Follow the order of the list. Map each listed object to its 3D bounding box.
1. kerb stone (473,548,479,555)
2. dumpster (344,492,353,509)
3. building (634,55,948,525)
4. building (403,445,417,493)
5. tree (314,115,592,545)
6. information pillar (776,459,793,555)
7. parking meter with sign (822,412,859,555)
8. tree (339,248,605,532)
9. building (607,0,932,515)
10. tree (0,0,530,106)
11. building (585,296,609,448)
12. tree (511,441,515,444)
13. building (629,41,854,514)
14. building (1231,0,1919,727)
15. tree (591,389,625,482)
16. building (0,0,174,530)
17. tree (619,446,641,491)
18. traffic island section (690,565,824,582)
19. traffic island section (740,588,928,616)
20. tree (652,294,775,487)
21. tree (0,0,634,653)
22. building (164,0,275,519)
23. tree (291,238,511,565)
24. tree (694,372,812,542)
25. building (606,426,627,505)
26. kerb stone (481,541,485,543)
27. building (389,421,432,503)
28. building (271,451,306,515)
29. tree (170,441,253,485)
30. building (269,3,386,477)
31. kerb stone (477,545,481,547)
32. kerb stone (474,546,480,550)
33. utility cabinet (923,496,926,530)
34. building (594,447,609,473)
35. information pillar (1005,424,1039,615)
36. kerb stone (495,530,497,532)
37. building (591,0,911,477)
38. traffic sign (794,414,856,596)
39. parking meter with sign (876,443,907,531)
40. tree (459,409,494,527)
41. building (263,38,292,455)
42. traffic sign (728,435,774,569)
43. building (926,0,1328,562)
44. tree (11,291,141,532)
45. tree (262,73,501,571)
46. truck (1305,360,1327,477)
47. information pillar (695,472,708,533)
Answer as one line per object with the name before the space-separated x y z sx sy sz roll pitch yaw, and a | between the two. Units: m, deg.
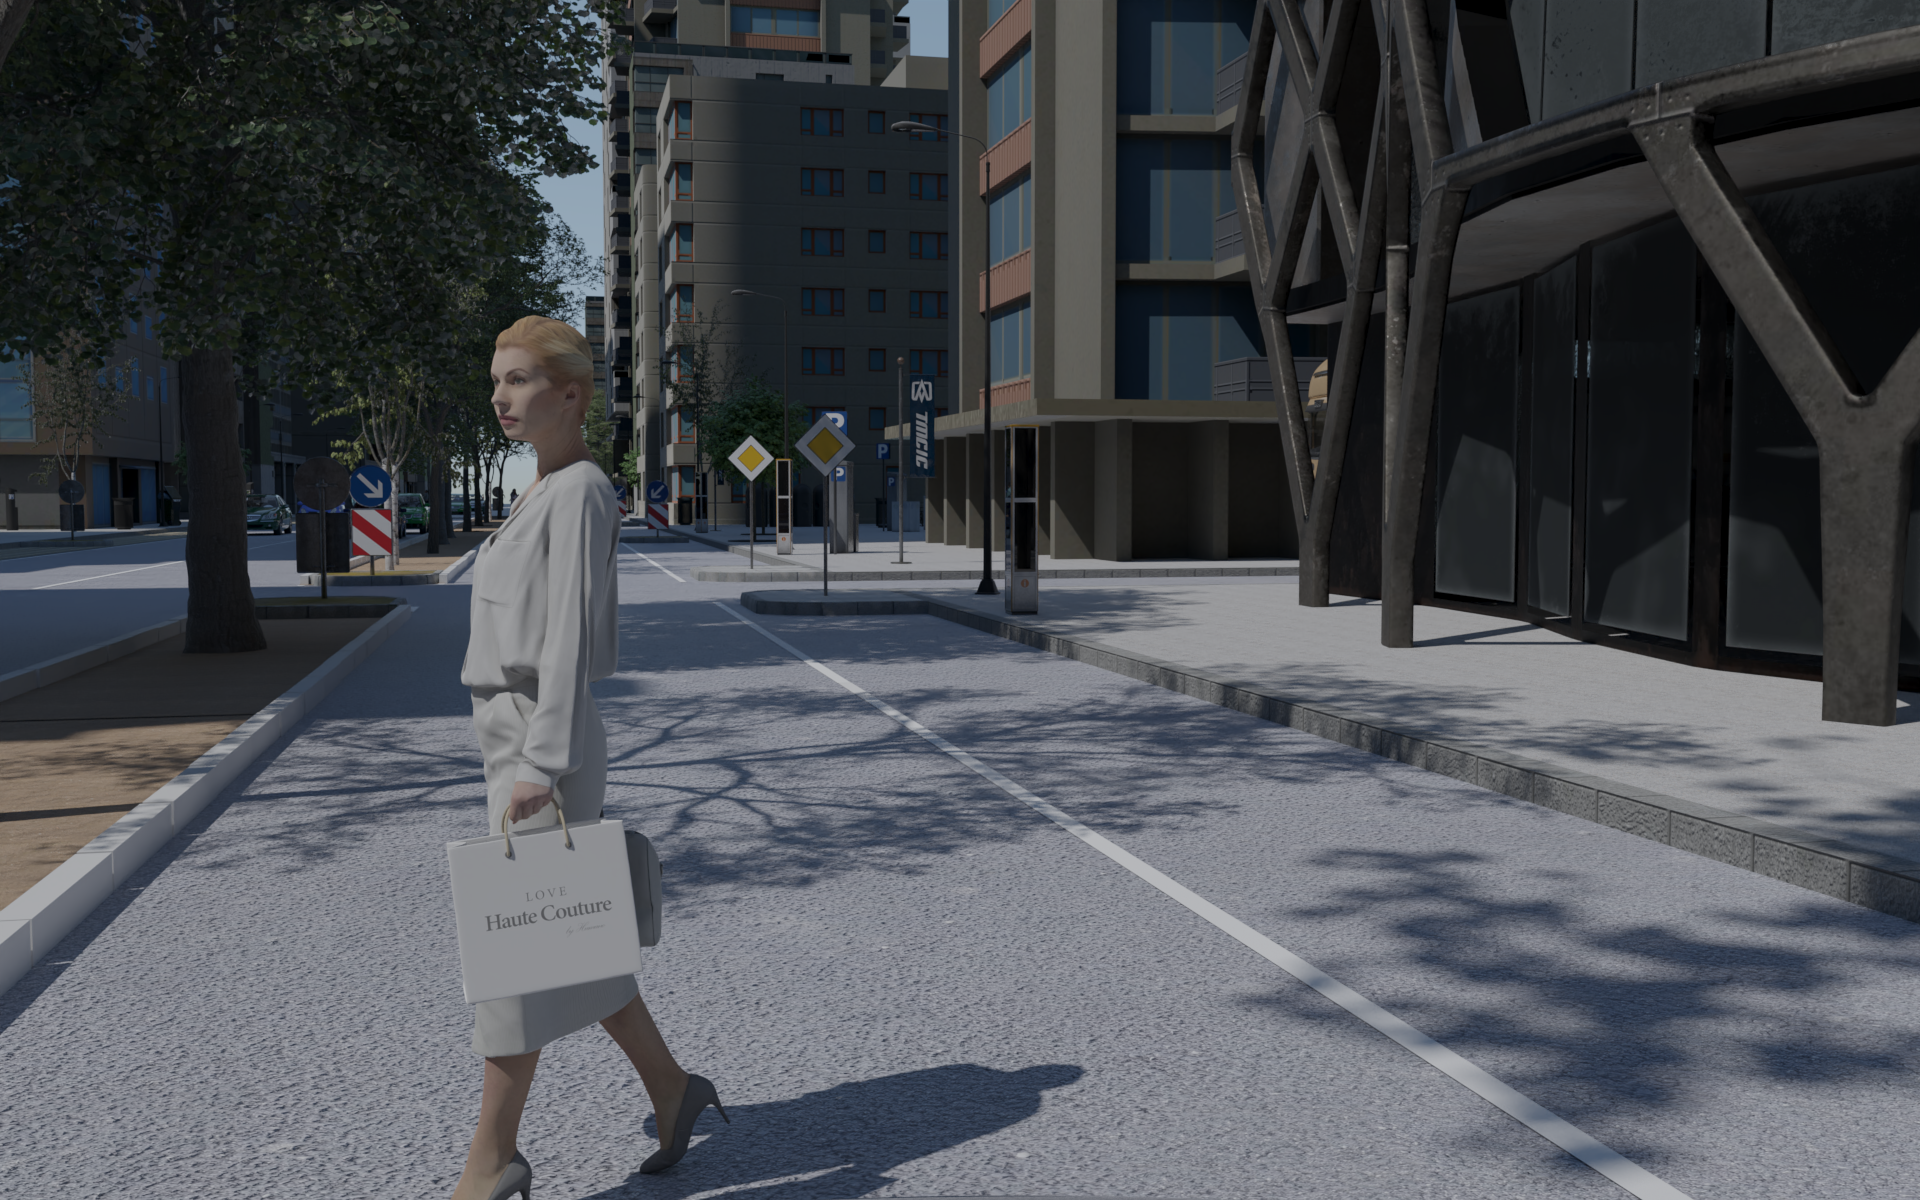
kerb stone | -10.998 -1.034 39.106 0.120 0.150 1.000 -1 4 -13
dumpster | -40.174 -6.460 113.830 1.865 1.857 1.264 -1 4 -13
building | -1.866 -14.915 88.901 27.650 21.520 28.899 -1 4 -13
building | -70.284 -33.530 198.330 14.600 45.320 14.200 -1 4 -13
tree | -14.450 -7.796 48.042 7.486 12.596 7.792 0 3 0
information pillar | -3.697 -1.958 36.503 0.304 2.012 0.304 0 4 3
parking meter with sign | -2.543 -2.521 37.475 0.543 3.016 1.738 0 4 7
tree | -18.613 -9.302 64.911 12.009 13.543 11.850 0 3 0
building | -16.359 -29.540 137.610 22.147 44.769 28.867 -1 4 -13
tree | -4.323 -4.281 6.871 8.767 10.594 7.601 -1 4 -13
building | -47.537 -29.445 253.126 14.160 30.474 14.107 -1 4 -13
tree | -24.947 -8.488 91.598 4.737 8.622 4.395 0 3 0
building | -14.920 -21.045 115.780 14.160 30.474 14.107 -1 4 -13
building | 11.670 -9.017 14.874 16.820 18.784 16.811 -1 4 -13
tree | -38.867 -16.416 186.521 7.486 12.596 7.792 0 3 0
building | -39.675 -25.473 66.598 14.600 45.320 14.200 -1 4 -13
tree | -19.092 -7.463 105.737 4.285 4.588 4.351 0 3 0
traffic island section | -3.539 -0.449 29.618 2.009 0.180 2.903 -1 4 -13
traffic island section | -1.674 0.026 21.853 2.009 0.180 2.903 -1 4 -13
tree | -9.381 -6.990 64.644 4.360 8.622 3.978 0 3 0
tree | -6.669 -6.493 15.268 9.857 13.997 8.962 0 3 0
building | -44.098 -19.413 89.109 14.160 30.474 14.107 -1 4 -13
tree | -11.394 -5.003 34.614 4.737 8.622 4.395 0 3 0
tree | -5.477 -3.855 46.742 4.285 4.588 4.351 0 3 0
building | -33.491 -46.933 205.607 20.563 71.187 20.611 -1 4 -13
kerb stone | -12.195 -1.339 44.092 0.120 0.150 1.000 -1 4 -13
building | -80.825 -34.025 239.907 14.154 41.232 14.086 -1 4 -13
building | -51.810 -40.777 104.954 20.563 71.187 20.611 -1 4 -13
tree | -34.259 -5.837 79.152 4.285 4.588 4.351 0 3 0
building | -61.967 -32.166 149.617 21.300 48.544 21.600 -1 4 -13
kerb stone | -11.485 -1.156 41.092 0.120 0.150 1.000 -1 4 -13
kerb stone | -11.244 -1.095 40.098 0.120 0.150 1.000 -1 4 -13
utility cabinet | -0.804 -3.092 61.716 1.020 1.237 0.306 2 4 34
building | -37.741 -56.143 230.609 22.319 86.520 31.000 -1 4 -13
information pillar | 0.657 -0.855 18.463 0.304 2.012 0.304 -1 4 -12
kerb stone | -16.757 -2.498 63.039 0.120 0.150 1.000 -1 4 -13
building | -20.002 -35.261 165.762 28.713 52.752 27.495 -1 4 -13
traffic sign | -1.695 -1.109 21.771 0.795 2.450 0.064 -1 4 -13
parking meter with sign | -2.162 -3.903 60.081 0.543 3.016 1.738 2 4 34
tree | -21.411 -9.059 76.320 9.928 11.665 9.643 0 3 0
building | -62.904 -26.560 126.136 32.217 40.220 23.993 -1 4 -13
traffic sign | -3.560 -1.584 29.536 0.795 2.450 0.064 -1 4 -13
building | 12.925 -23.797 43.707 28.867 44.769 22.147 -1 4 -13
tree | -30.326 -6.657 59.197 4.360 8.622 3.978 0 3 0
tree | -9.956 -4.719 29.979 4.360 8.622 3.978 0 3 0
truck | 10.691 -2.444 28.879 11.283 4.237 2.839 -1 4 -13
information pillar | -8.509 -3.214 57.041 0.304 2.012 0.304 3 5 41
